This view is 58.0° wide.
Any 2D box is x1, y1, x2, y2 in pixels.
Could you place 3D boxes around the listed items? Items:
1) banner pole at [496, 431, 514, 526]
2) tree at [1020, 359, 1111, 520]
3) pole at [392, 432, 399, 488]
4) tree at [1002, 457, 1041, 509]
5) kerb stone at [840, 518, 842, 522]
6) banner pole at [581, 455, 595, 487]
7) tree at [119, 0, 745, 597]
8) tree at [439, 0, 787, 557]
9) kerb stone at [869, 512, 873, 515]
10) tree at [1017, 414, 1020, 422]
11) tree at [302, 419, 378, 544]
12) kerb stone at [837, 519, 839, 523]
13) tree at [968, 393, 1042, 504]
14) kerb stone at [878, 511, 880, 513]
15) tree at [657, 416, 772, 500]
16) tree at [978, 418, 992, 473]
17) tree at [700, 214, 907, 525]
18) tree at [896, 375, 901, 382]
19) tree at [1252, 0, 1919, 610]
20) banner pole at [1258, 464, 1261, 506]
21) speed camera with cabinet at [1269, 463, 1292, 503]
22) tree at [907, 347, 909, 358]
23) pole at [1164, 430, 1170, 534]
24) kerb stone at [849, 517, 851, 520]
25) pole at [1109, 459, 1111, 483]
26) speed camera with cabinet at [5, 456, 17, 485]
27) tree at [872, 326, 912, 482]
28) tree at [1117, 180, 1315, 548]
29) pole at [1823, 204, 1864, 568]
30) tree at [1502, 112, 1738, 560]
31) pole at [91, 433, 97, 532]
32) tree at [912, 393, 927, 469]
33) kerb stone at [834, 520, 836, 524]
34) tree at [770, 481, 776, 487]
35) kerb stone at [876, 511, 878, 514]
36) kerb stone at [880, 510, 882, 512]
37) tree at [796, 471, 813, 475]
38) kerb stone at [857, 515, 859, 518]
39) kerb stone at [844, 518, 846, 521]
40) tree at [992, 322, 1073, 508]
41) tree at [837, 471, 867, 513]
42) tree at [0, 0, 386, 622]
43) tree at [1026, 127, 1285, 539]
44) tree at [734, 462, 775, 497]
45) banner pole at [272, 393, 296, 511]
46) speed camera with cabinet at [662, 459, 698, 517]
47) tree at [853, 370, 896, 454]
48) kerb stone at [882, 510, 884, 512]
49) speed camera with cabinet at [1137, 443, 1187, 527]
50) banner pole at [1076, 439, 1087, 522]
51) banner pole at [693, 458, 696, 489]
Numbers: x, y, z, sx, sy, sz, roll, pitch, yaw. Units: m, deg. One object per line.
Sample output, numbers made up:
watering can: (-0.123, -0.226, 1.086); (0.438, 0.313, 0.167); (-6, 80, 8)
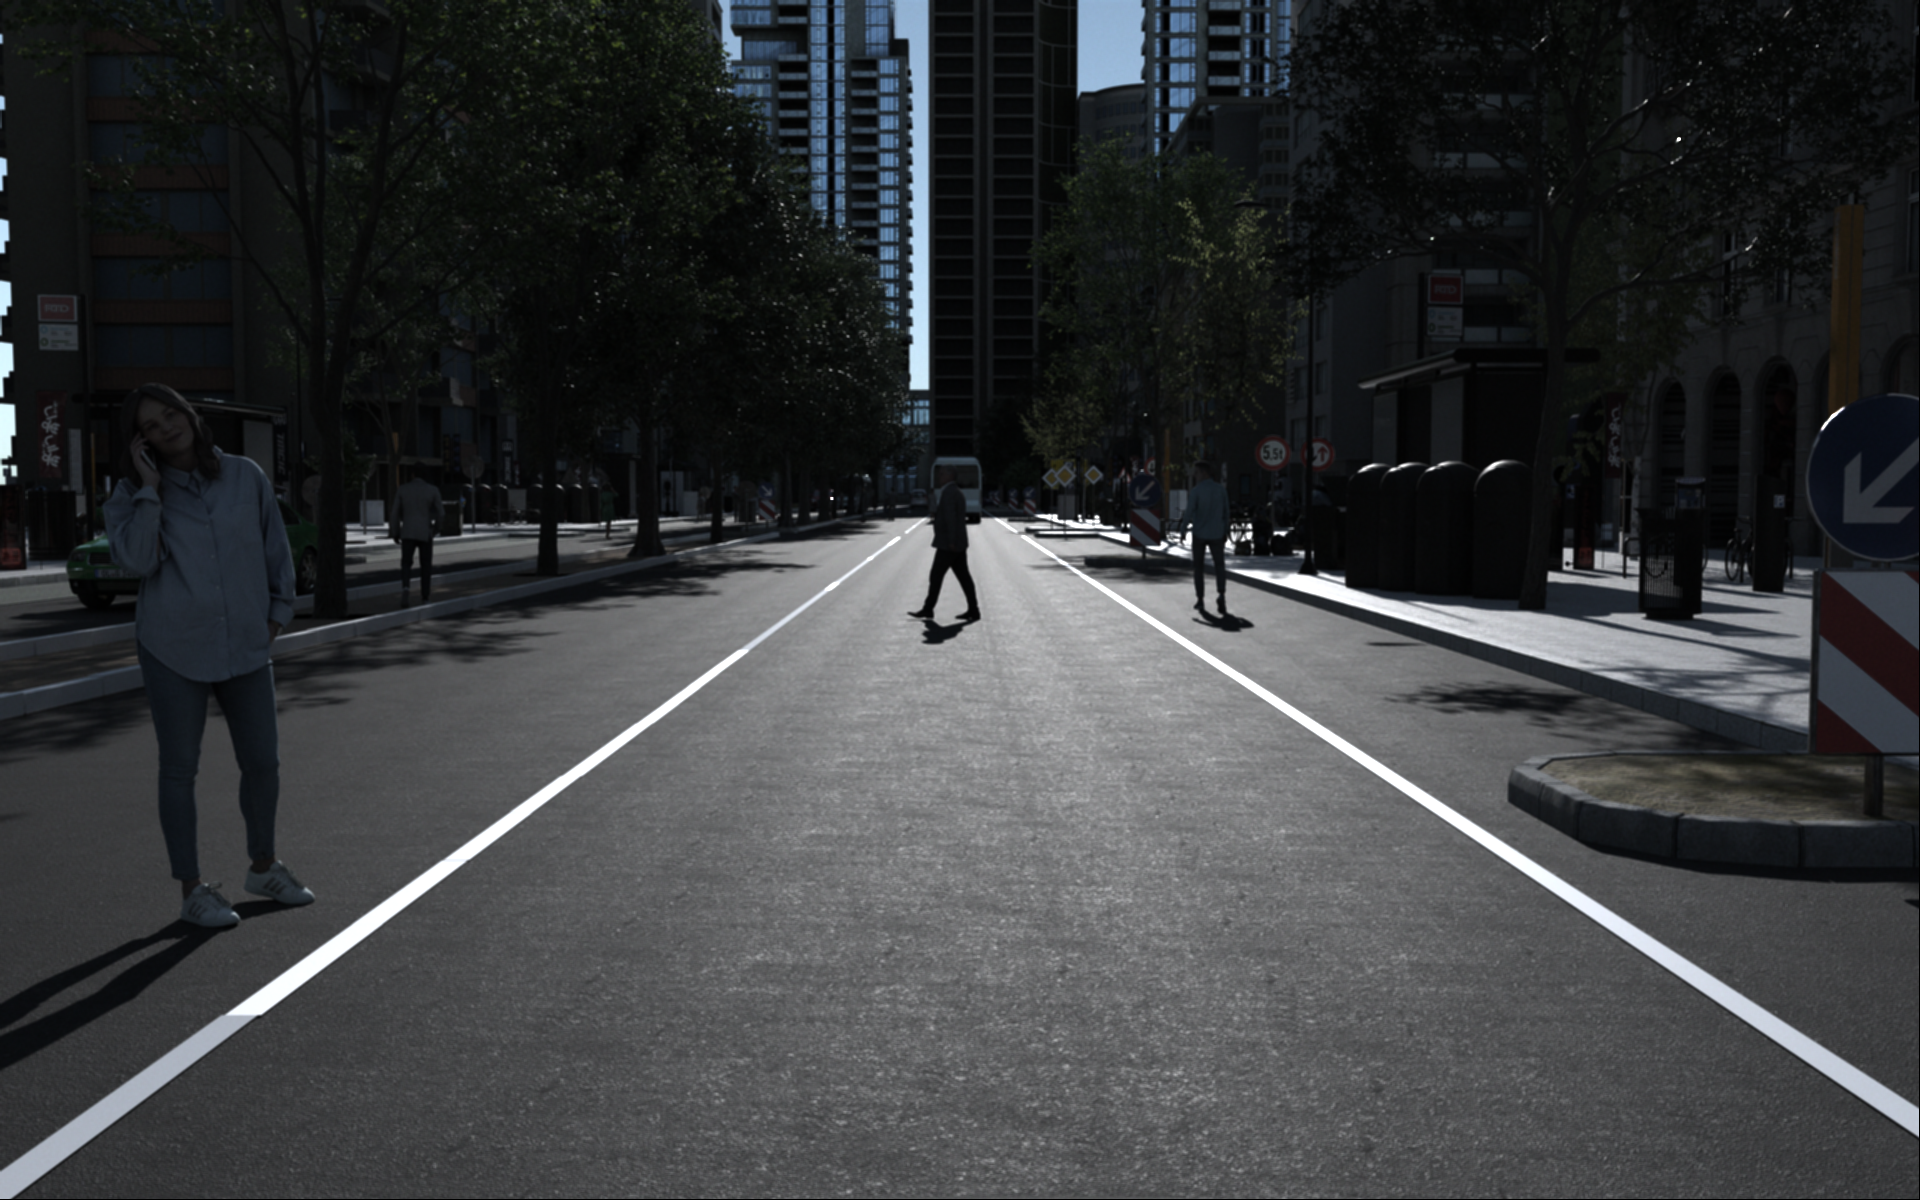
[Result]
banner pole: (-18.125, -4.823, 68.871); (0.863, 3.779, 0.401); (-3, 4, -37)
tree: (5.905, -8.218, 84.724); (4.360, 8.622, 3.978); (0, 3, 0)
pole: (-18.681, -3.885, 57.357); (0.158, 3.312, 0.155); (0, 3, 0)
tree: (5.621, -10.275, 151.715); (4.285, 4.588, 4.351); (0, 3, 0)
kerb stone: (-6.174, -3.970, 87.097); (0.120, 0.150, 1.000); (0, 3, 0)
banner pole: (-17.964, -5.713, 83.423); (0.863, 3.779, 0.401); (-1, 4, -22)
tree: (-7.057, -6.203, 29.635); (9.928, 11.665, 9.643); (0, 3, 0)
tree: (-7.178, -7.352, 39.676); (9.611, 12.733, 9.660); (0, 3, 0)
kerb stone: (-6.193, -5.851, 117.852); (0.120, 0.150, 1.000); (0, 3, 0)
tree: (5.773, -9.278, 102.052); (4.360, 8.622, 3.978); (0, 3, 0)
tree: (-15.820, -3.070, 44.793); (1.663, 3.219, 1.824); (0, 3, 0)
kerb stone: (-6.169, -3.844, 85.045); (0.120, 0.150, 1.000); (0, 3, 0)
tree: (6.105, -18.739, 213.044); (9.857, 13.997, 8.962); (0, 3, 0)
kerb stone: (-6.206, -6.475, 128.108); (0.120, 0.150, 1.000); (0, 3, 0)
tree: (-16.035, -10.821, 111.333); (7.601, 10.594, 8.767); (1, 4, 9)
tree: (6.461, -12.051, 131.446); (8.767, 10.594, 7.601); (1, 4, 20)
tree: (-7.201, -10.410, 79.322); (9.857, 13.997, 8.962); (0, 3, 0)
tree: (-7.168, -10.487, 99.680); (9.928, 11.665, 9.643); (0, 3, 0)
tree: (6.661, -5.161, 18.791); (7.601, 10.594, 8.767); (2, 4, 31)
banner pole: (16.904, -6.592, 97.802); (0.401, 3.779, 0.863); (0, 4, -3)
speed camera with cabinet: (17.579, -6.159, 95.043); (0.660, 3.252, 2.038); (-1, 4, -11)
tree: (-7.063, -11.018, 89.260); (9.857, 13.997, 8.962); (0, 3, 0)
pole: (6.616, -3.765, 55.395); (0.158, 3.312, 0.155); (0, 3, 0)
kerb stone: (-6.177, -4.408, 94.269); (0.120, 0.150, 1.000); (0, 3, 0)
pole: (8.625, -6.453, 99.346); (0.158, 3.312, 0.155); (0, 3, 0)
speed camera with cabinet: (-48.997, -5.801, 89.178); (0.660, 3.252, 2.038); (0, 4, -7)
tree: (-6.992, -9.172, 69.425); (9.611, 12.733, 9.660); (0, 3, 0)
tree: (6.362, -5.577, 41.548); (4.360, 8.622, 3.978); (0, 3, 0)
pole: (6.285, -1.132, 12.345); (0.158, 3.312, 0.155); (0, 3, 0)
tree: (12.995, -5.086, 33.521); (4.737, 8.622, 4.395); (0, 3, 0)
pole: (-29.001, -3.917, 57.887); (0.158, 3.312, 0.155); (0, 3, 0)
tree: (-6.914, -11.623, 109.498); (9.611, 12.733, 9.660); (0, 3, 0)
kerb stone: (-6.166, -3.718, 82.988); (0.120, 0.150, 1.000); (0, 3, 0)
tree: (-16.996, -9.526, 150.349); (1.663, 3.219, 1.824); (0, 3, 0)
kerb stone: (-6.204, -6.290, 125.034); (0.120, 0.150, 1.000); (0, 3, 0)
kerb stone: (-6.217, -6.729, 132.217); (0.120, 0.150, 1.000); (0, 3, 0)
tree: (-16.213, -15.184, 182.664); (8.767, 10.594, 7.601); (1, 4, 9)
kerb stone: (-6.185, -4.909, 102.458); (0.120, 0.150, 1.000); (0, 3, 0)
kerb stone: (-6.176, -4.151, 90.175); (0.120, 0.150, 1.000); (0, 3, 0)
tree: (6.174, -8.550, 74.209); (8.767, 10.594, 7.601); (0, 4, -4)
tree: (-7.338, -10.398, 122.826); (4.360, 8.622, 3.978); (0, 3, 0)
tree: (-7.115, -5.577, 19.401); (9.928, 11.665, 9.643); (0, 3, 0)
tree: (5.631, -7.570, 49.527); (9.928, 11.665, 9.643); (0, 3, 0)
tree: (-16.723, -9.632, 141.199); (4.285, 4.588, 4.351); (0, 3, 0)
banner pole: (-16.787, -3.251, 43.167); (0.863, 3.779, 0.401); (1, 4, 21)
speed camera with cabinet: (-15.996, -6.398, 98.951); (2.038, 3.252, 0.660); (-3, 4, -37)
tree: (-6.924, -7.422, 49.560); (9.928, 11.665, 9.643); (0, 3, 0)
kerb stone: (-6.204, -6.850, 134.268); (0.120, 0.150, 1.000); (0, 3, 0)
speed camera with cabinet: (7.851, -4.458, 67.217); (2.038, 3.252, 0.660); (3, 5, 44)
banner pole: (5.533, -5.477, 79.564); (0.401, 3.779, 0.863); (-2, 4, -28)
banner pole: (-18.303, -7.904, 119.253); (0.401, 3.779, 0.863); (0, 4, 6)
